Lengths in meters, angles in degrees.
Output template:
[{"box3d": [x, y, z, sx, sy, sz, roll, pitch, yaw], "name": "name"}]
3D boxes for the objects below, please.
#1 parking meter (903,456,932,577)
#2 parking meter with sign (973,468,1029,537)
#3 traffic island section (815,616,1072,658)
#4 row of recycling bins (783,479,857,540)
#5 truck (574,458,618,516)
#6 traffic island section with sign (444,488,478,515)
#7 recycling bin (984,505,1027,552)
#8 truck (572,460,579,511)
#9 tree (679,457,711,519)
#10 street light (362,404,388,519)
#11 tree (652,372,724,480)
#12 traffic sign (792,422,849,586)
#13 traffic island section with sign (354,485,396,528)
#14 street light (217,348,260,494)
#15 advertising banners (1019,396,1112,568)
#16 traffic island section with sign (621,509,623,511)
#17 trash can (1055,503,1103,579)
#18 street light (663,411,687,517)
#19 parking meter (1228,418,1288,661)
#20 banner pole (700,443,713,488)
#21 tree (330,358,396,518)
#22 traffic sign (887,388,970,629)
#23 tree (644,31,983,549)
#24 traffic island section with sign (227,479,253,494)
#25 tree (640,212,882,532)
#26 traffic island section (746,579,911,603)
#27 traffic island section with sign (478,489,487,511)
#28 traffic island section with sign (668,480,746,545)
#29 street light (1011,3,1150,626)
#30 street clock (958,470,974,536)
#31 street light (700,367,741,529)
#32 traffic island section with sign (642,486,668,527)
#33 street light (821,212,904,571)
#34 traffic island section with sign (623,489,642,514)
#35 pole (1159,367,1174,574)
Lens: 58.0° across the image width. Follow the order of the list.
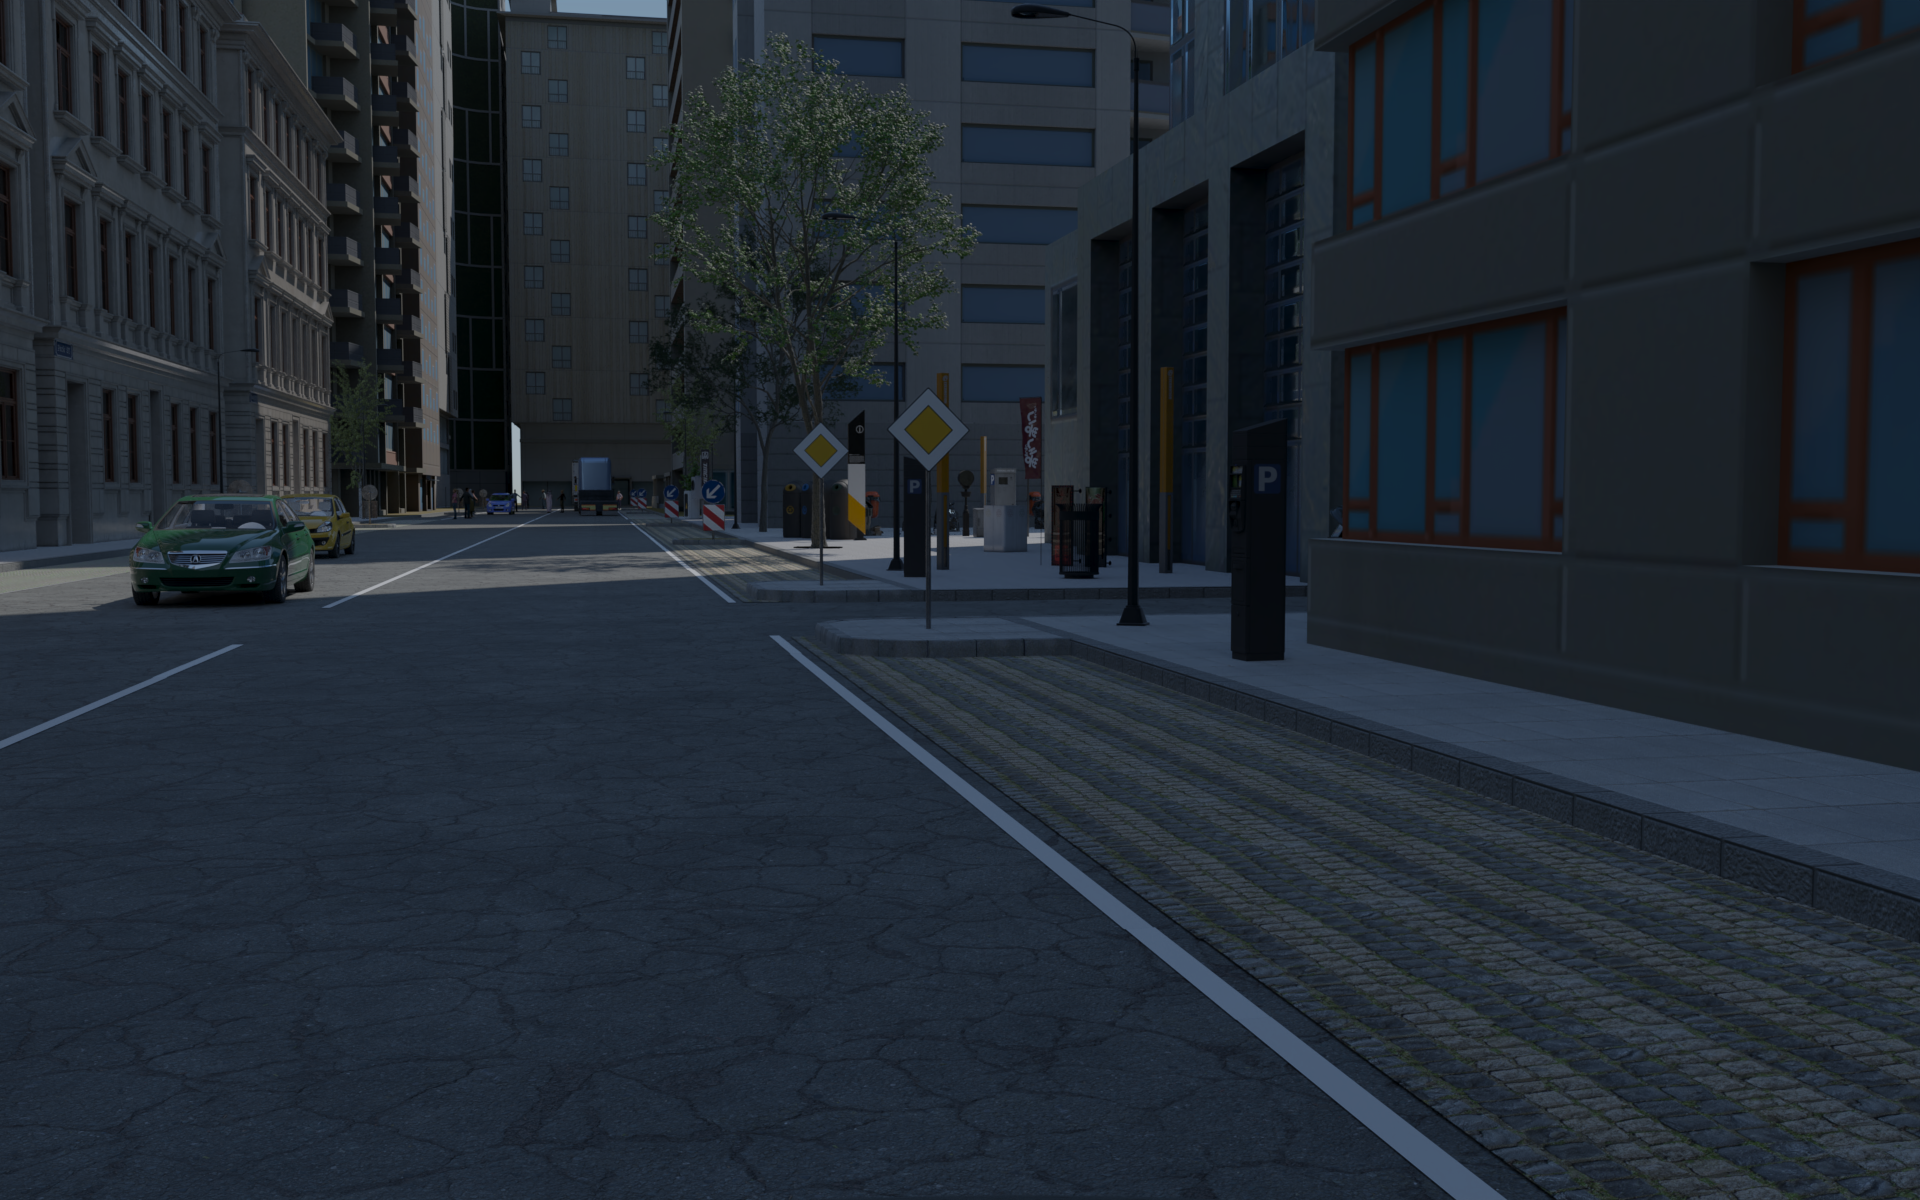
[{"box3d": [-0.657, -1.286, 26.735, 0.399, 1.863, 0.255, 1, 4, 13], "name": "parking meter"}, {"box3d": [1.263, -3.386, 51.622, 1.738, 3.016, 0.543, -1, 4, -19], "name": "parking meter with sign"}, {"box3d": [-0.282, 0.353, 16.512, 2.009, 0.180, 2.903, -1, 4, -12], "name": "traffic island section"}, {"box3d": [-3.990, -2.618, 49.920, 1.069, 1.692, 3.534, -2, 4, -35], "name": "row of recycling bins"}, {"box3d": [-25.645, -8.098, 122.153, 2.967, 4.110, 18.799, -1, 4, -13], "name": "truck"}, {"box3d": [-35.074, -6.895, 121.365, 1.989, 1.847, 2.006, -1, 4, -12], "name": "traffic island section with sign"}, {"box3d": [1.012, -1.586, 38.486, 0.722, 1.027, 0.722, -3, 5, -40], "name": "recycling bin"}, {"box3d": [-31.676, -9.706, 147.602, 2.839, 4.237, 11.283, -1, 4, -12], "name": "truck"}, {"box3d": [-13.861, -5.863, 90.464, 1.663, 3.219, 1.824, 0, 3, 0], "name": "tree"}, {"box3d": [-30.199, -7.148, 89.412, 1.470, 5.913, 1.316, -1, 4, -12], "name": "street light"}, {"box3d": [-16.044, -9.321, 102.755, 4.737, 8.622, 4.395, 0, 3, 0], "name": "tree"}, {"box3d": [-1.947, -1.260, 24.245, 0.795, 2.450, 0.064, -1, 4, -12], "name": "traffic sign"}, {"box3d": [-24.969, -3.955, 73.299, 1.989, 1.847, 2.006, -1, 4, -12], "name": "traffic island section with sign"}, {"box3d": [-23.013, -5.058, 55.234, 1.470, 5.913, 1.316, -1, 4, -12], "name": "street light"}, {"box3d": [1.845, -2.115, 30.767, 2.074, 3.025, 0.090, 3, 5, 42], "name": "advertising banners"}, {"box3d": [-28.478, -8.684, 150.613, 1.989, 1.847, 2.006, -1, 4, -12], "name": "traffic island section with sign"}, {"box3d": [1.813, -0.898, 26.343, 0.748, 1.137, 0.748, 0, 3, 0], "name": "trash can"}, {"box3d": [-15.991, -7.647, 97.565, 1.470, 5.913, 1.316, -1, 4, -12], "name": "street light"}, {"box3d": [2.295, -0.468, 13.369, 0.399, 1.863, 0.255, -1, 4, -17], "name": "parking meter"}, {"box3d": [-12.374, -5.815, 85.100, 0.863, 3.779, 0.401, 2, 4, 24], "name": "banner pole"}, {"box3d": [-32.357, -8.696, 92.535, 4.737, 8.622, 4.395, 0, 3, 0], "name": "tree"}, {"box3d": [-0.303, -0.782, 16.431, 0.795, 2.450, 0.064, -1, 4, -12], "name": "traffic sign"}, {"box3d": [-3.504, -7.018, 40.499, 9.928, 11.665, 9.643, 0, 3, 0], "name": "tree"}, {"box3d": [-19.306, -2.309, 46.382, 1.989, 1.847, 2.006, -1, 4, -12], "name": "traffic island section with sign"}, {"box3d": [-6.689, -7.551, 57.873, 8.767, 10.594, 7.601, 0, 4, 1], "name": "tree"}, {"box3d": [-1.925, -0.125, 24.327, 2.009, 0.180, 2.903, -1, 4, -12], "name": "traffic island section"}, {"box3d": [-40.660, -8.522, 147.956, 1.989, 1.847, 2.006, -1, 4, -12], "name": "traffic island section with sign"}, {"box3d": [-7.175, -2.486, 49.278, 1.989, 1.847, 2.006, -1, 4, -12], "name": "traffic island section with sign"}, {"box3d": [1.165, -2.700, 16.690, 1.470, 5.913, 1.316, -1, 4, -12], "name": "street light"}, {"box3d": [0.181, -2.942, 52.676, 0.471, 2.002, 0.358, -1, 4, -13], "name": "street clock"}, {"box3d": [-8.786, -5.563, 63.499, 1.470, 5.913, 1.316, -1, 4, -12], "name": "street light"}, {"box3d": [-12.857, -4.141, 76.327, 1.989, 1.847, 2.006, -1, 4, -12], "name": "traffic island section with sign"}, {"box3d": [-1.594, -3.441, 28.810, 1.470, 5.913, 1.316, -1, 4, -12], "name": "street light"}, {"box3d": [-22.927, -7.071, 124.233, 1.989, 1.847, 2.006, -1, 4, -12], "name": "traffic island section with sign"}, {"box3d": [3.334, -2.086, 27.953, 0.158, 3.312, 0.155, 0, 3, 0], "name": "pole"}]
